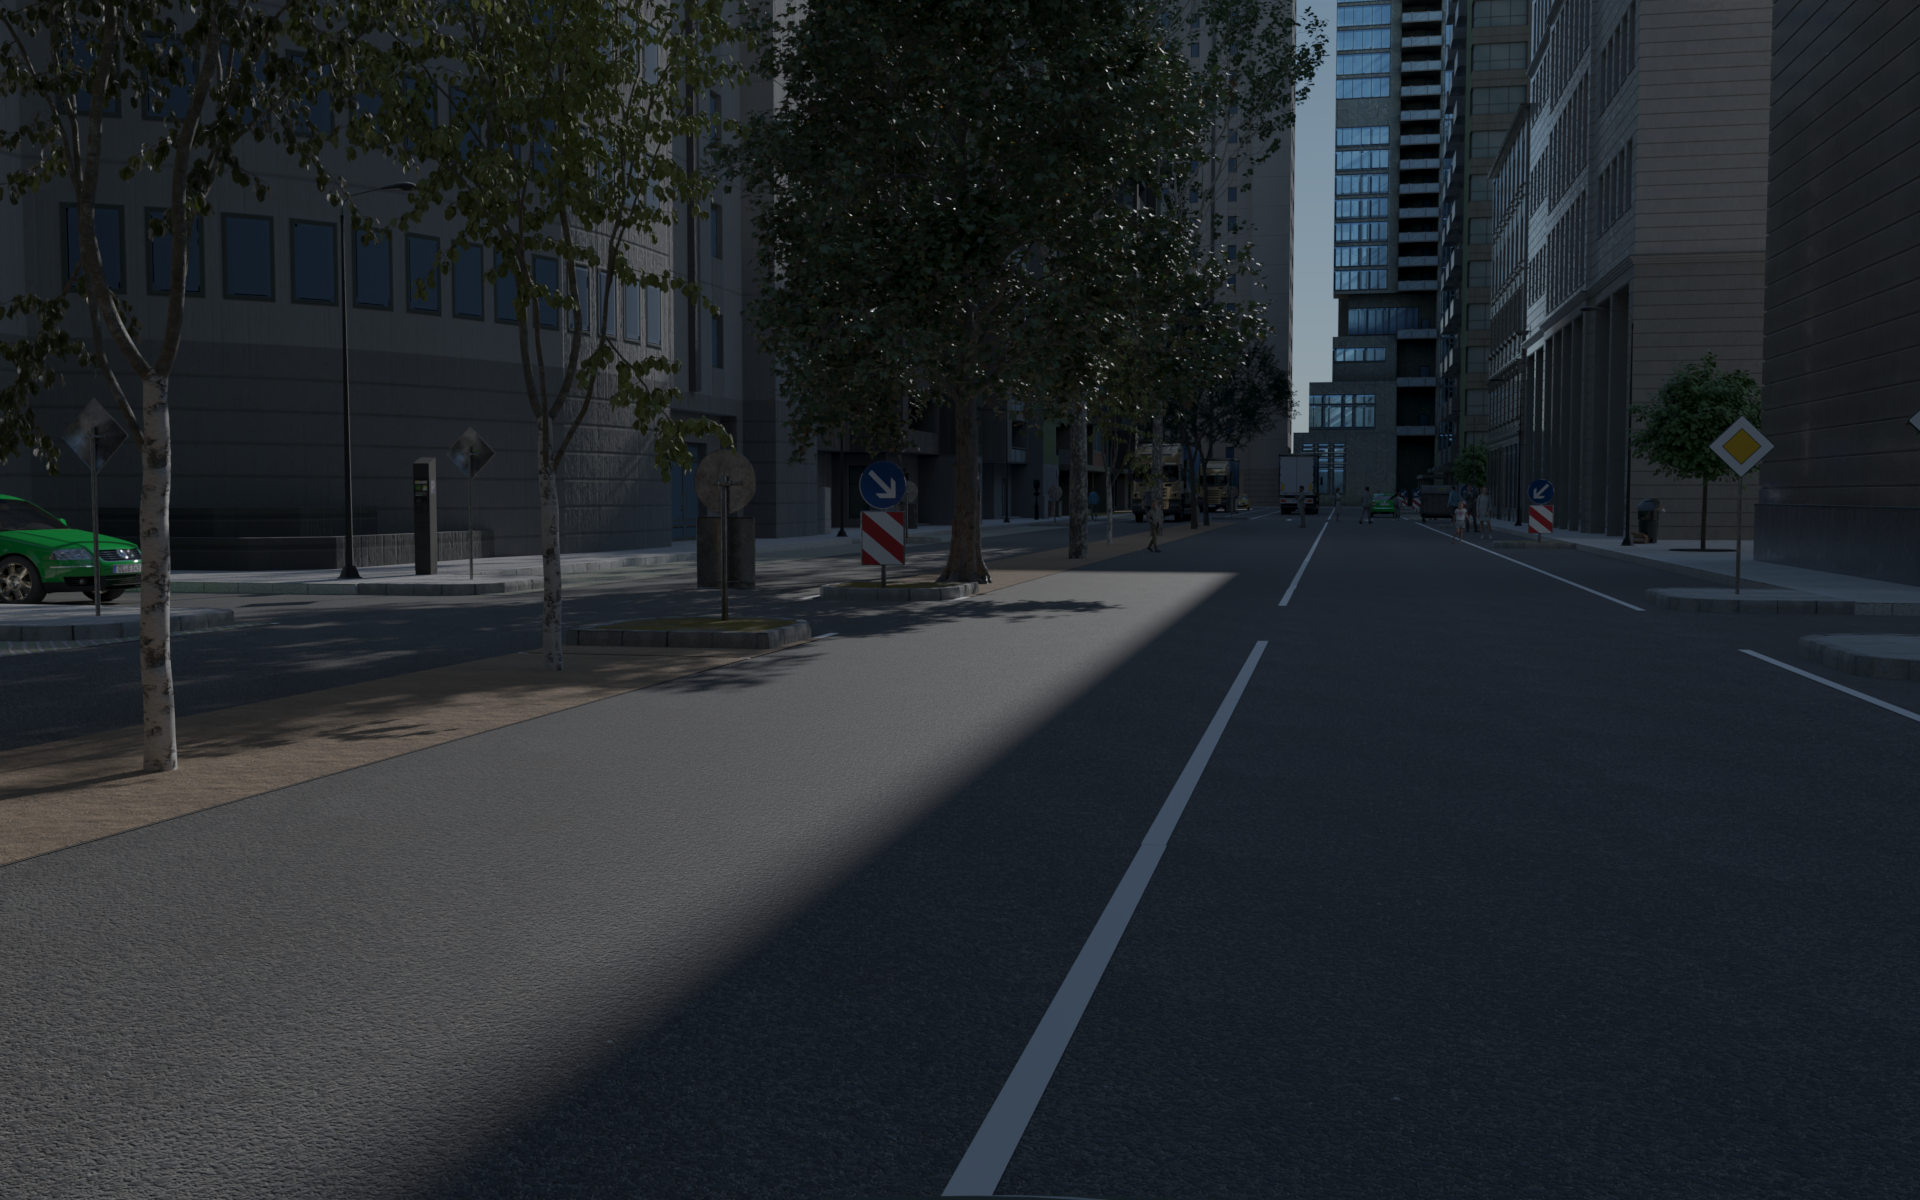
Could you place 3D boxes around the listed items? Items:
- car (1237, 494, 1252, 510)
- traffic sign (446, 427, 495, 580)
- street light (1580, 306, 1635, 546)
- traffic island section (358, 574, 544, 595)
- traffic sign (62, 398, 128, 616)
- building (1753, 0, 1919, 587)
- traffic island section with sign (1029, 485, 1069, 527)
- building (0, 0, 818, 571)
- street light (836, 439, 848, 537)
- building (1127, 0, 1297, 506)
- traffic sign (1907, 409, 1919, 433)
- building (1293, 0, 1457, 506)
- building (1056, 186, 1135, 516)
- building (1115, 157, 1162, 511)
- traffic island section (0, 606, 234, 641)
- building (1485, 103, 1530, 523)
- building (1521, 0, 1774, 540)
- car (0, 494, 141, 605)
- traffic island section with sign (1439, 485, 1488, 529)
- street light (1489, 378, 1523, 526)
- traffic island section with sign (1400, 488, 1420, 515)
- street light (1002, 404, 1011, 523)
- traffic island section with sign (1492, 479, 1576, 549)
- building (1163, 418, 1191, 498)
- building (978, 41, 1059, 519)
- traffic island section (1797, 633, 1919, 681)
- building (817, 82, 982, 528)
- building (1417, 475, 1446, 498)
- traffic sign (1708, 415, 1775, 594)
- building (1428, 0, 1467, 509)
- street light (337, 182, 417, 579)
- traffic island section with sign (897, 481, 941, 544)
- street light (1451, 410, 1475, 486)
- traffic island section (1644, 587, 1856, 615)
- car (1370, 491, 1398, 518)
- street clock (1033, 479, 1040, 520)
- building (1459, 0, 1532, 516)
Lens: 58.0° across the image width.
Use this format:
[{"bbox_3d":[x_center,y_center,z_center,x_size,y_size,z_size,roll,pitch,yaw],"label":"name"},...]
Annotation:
[{"bbox_3d":[25.045,-8.843,154.813,2.015,1.641,3.980,1,4,10],"label":"car"},{"bbox_3d":[-7.328,-1.363,25.926,0.795,2.450,0.064,1,4,12],"label":"traffic sign"},{"bbox_3d":[16.031,-4.303,42.902,1.470,5.913,1.316,1,4,12],"label":"street light"},{"bbox_3d":[-7.352,-0.227,25.993,2.009,0.180,2.903,1,4,12],"label":"traffic island section"},{"bbox_3d":[-9.049,-0.886,18.128,0.795,2.450,0.064,1,4,12],"label":"traffic sign"},{"bbox_3d":[25.941,-13.895,24.443,25.104,27.353,12.463,1,4,12],"label":"building"},{"bbox_3d":[4.191,-4.165,76.725,1.989,1.847,2.006,1,4,12],"label":"traffic island section with sign"},{"bbox_3d":[-17.679,-30.494,40.583,21.231,58.520,28.212,1,4,12],"label":"building"},{"bbox_3d":[-3.021,-4.846,51.779,1.470,5.913,1.316,1,4,12],"label":"street light"},{"bbox_3d":[22.632,-39.742,191.778,28.212,58.520,21.231,1,4,12],"label":"building"},{"bbox_3d":[8.226,-0.652,14.308,0.795,2.450,0.064,1,4,12],"label":"traffic sign"},{"bbox_3d":[52.307,-53.419,186.066,31.000,86.520,22.319,1,4,12],"label":"building"},{"bbox_3d":[-0.219,-28.187,115.482,22.147,44.769,28.867,1,4,12],"label":"building"},{"bbox_3d":[8.129,-22.304,136.375,14.160,30.474,14.107,1,4,12],"label":"building"},{"bbox_3d":[-9.074,0.250,18.195,2.009,0.180,2.903,1,4,12],"label":"traffic island section"},{"bbox_3d":[31.480,-14.414,84.819,9.793,20.994,18.267,1,4,12],"label":"building"},{"bbox_3d":[27.184,-17.336,60.931,11.434,29.767,29.804,1,4,12],"label":"building"},{"bbox_3d":[-13.020,-0.855,22.782,4.718,1.807,1.959,1,4,12],"label":"car"},{"bbox_3d":[21.105,-3.908,72.521,1.989,1.847,2.006,1,4,12],"label":"traffic island section with sign"},{"bbox_3d":[21.911,-5.934,69.557,1.470,5.913,1.316,1,4,12],"label":"street light"},{"bbox_3d":[31.924,-6.906,121.546,1.989,1.847,2.006,1,4,12],"label":"traffic island section with sign"},{"bbox_3d":[2.619,-6.411,77.359,1.470,5.913,1.316,1,4,12],"label":"street light"},{"bbox_3d":[15.290,-2.298,46.198,1.989,1.847,2.006,1,4,12],"label":"traffic island section with sign"},{"bbox_3d":[6.297,-19.526,164.289,28.899,21.520,27.650,1,4,12],"label":"building"},{"bbox_3d":[-2.836,-24.871,90.234,14.154,41.232,14.086,1,4,12],"label":"building"},{"bbox_3d":[8.251,0.483,14.380,2.009,0.180,2.903,1,4,12],"label":"traffic island section"},{"bbox_3d":[-7.372,-18.182,68.976,14.160,30.474,14.107,1,4,12],"label":"building"},{"bbox_3d":[57.742,-28.255,153.844,32.217,40.220,23.993,1,4,12],"label":"building"},{"bbox_3d":[9.947,-1.129,22.106,0.795,2.450,0.064,1,4,12],"label":"traffic sign"},{"bbox_3d":[47.611,-31.090,127.924,23.786,49.044,30.456,1,4,12],"label":"building"},{"bbox_3d":[-8.761,-3.273,26.058,1.470,5.913,1.316,1,4,12],"label":"street light"},{"bbox_3d":[-1.626,-2.555,50.403,1.989,1.847,2.006,1,4,12],"label":"traffic island section with sign"},{"bbox_3d":[27.646,-7.498,95.127,1.470,5.913,1.316,1,4,12],"label":"street light"},{"bbox_3d":[9.972,0.006,22.178,2.009,0.180,2.903,1,4,12],"label":"traffic island section"},{"bbox_3d":[26.134,-5.995,106.806,1.959,1.807,4.718,1,4,12],"label":"car"},{"bbox_3d":[3.798,-4.971,85.849,0.358,2.002,0.471,-1,4,-10],"label":"street clock"},{"bbox_3d":[38.446,-25.922,107.415,14.154,41.232,14.086,1,4,12],"label":"building"}]
